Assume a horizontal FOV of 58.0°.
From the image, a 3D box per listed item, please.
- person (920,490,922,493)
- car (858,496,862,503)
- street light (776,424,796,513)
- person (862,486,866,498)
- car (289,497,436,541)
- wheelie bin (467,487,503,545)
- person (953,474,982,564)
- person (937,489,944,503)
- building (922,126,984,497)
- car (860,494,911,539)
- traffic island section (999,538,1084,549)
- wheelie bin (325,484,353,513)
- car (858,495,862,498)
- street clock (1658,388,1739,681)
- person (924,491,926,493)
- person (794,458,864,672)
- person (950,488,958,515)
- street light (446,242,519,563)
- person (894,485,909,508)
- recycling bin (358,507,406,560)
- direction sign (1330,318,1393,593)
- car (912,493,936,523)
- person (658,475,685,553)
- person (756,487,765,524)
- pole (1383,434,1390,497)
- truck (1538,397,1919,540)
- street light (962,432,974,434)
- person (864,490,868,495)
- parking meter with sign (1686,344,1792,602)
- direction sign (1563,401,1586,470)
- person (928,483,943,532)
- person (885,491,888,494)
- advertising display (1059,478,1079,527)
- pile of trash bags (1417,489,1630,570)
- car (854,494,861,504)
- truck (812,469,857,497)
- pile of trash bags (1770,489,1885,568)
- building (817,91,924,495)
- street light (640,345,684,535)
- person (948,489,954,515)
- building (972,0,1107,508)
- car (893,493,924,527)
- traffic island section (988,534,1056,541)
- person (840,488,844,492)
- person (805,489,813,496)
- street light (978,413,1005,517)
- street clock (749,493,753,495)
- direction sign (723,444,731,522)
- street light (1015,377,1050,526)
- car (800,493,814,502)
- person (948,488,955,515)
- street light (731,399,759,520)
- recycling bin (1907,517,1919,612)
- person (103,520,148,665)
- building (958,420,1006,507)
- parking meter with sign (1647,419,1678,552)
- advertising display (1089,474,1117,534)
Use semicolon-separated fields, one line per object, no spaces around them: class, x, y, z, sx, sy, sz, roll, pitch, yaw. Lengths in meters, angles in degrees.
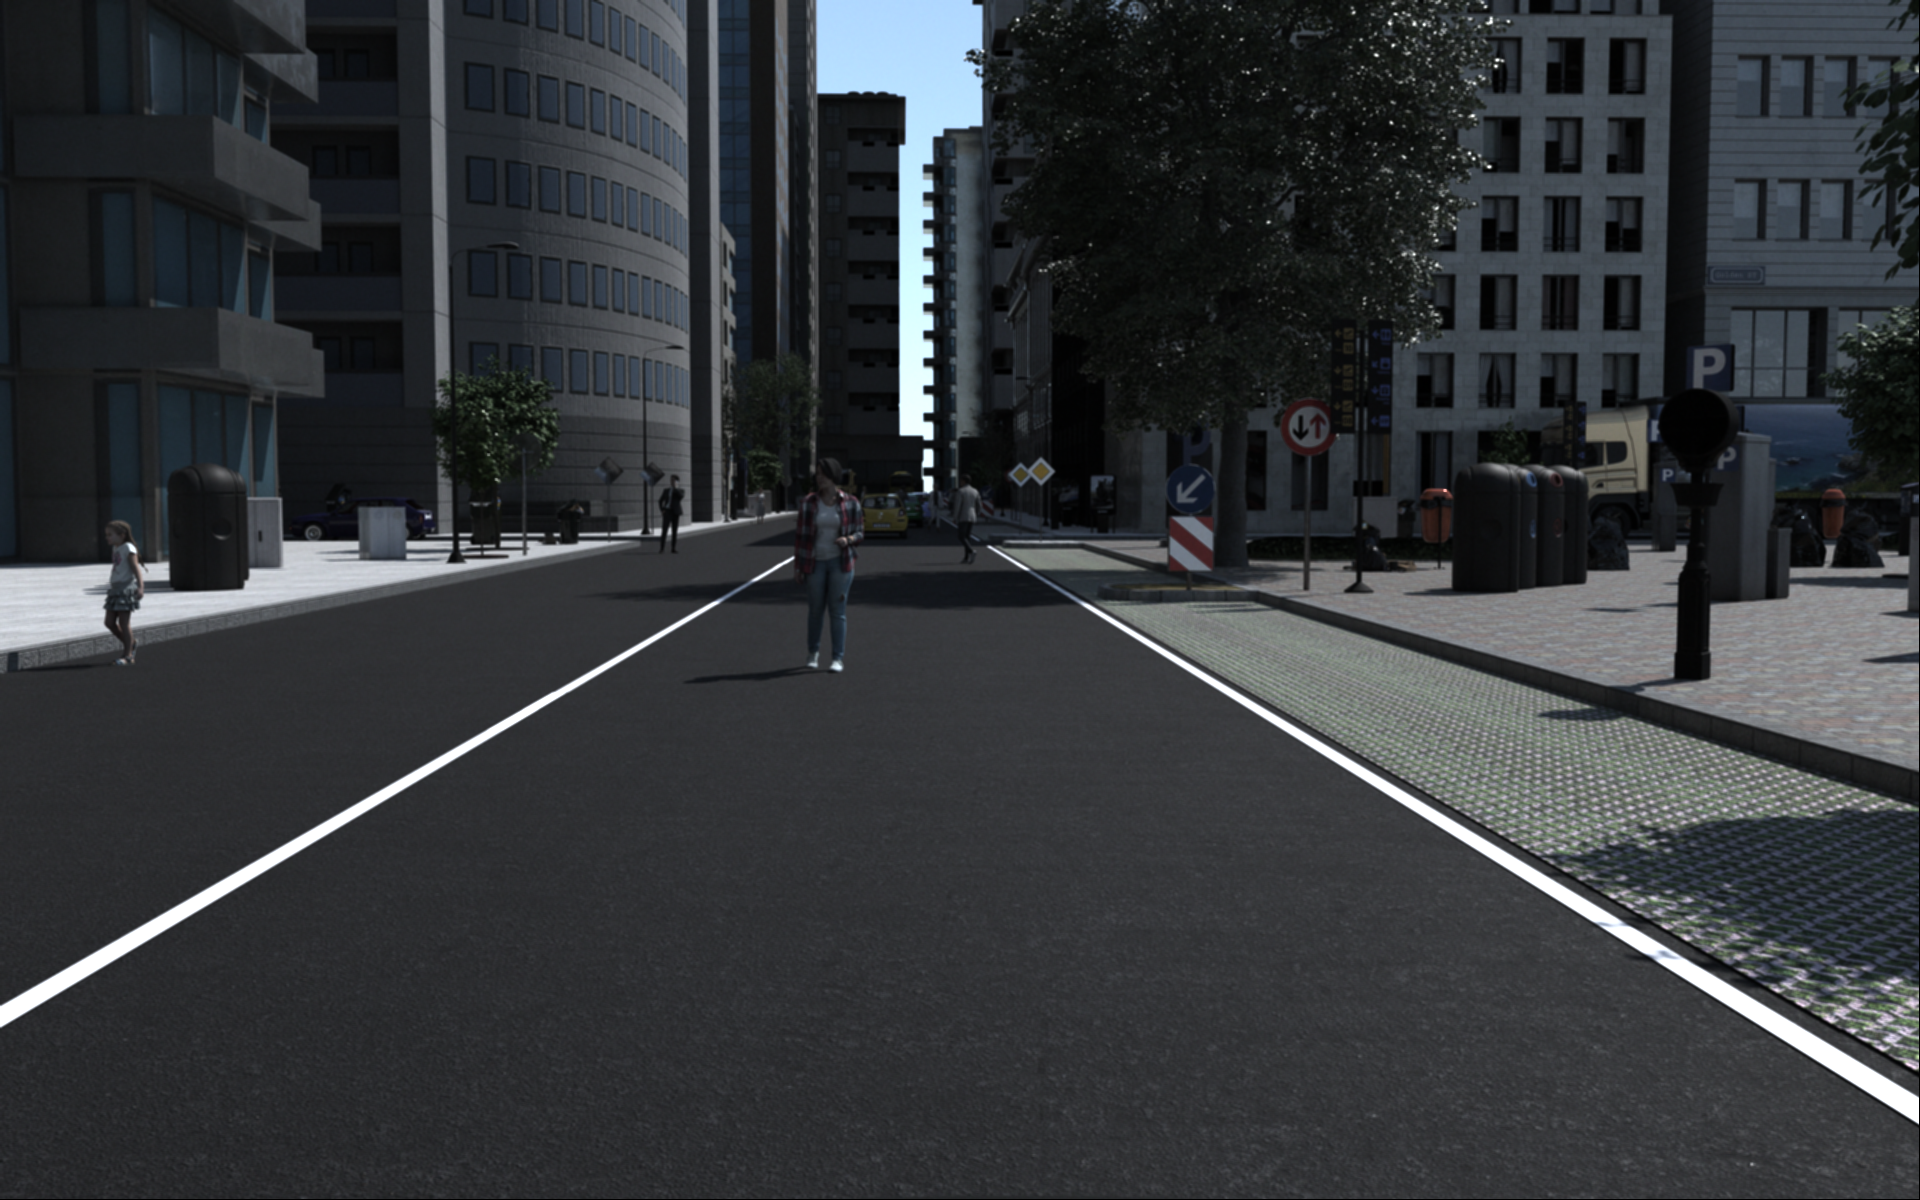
person;-3.897;-10.197;175.088;0.709;1.838;0.599;1;4;14
car;-9.702;-10.498;181.873;2.015;1.641;3.980;0;4;-3
street light;-11.547;-8.704;114.853;1.470;5.913;1.316;0;4;-2
person;-5.036;-5.022;90.496;0.818;1.842;0.514;-1;4;-15
car;-17.484;-2.334;50.748;3.894;1.354;1.945;0;4;-3
wheelie bin;-12.071;-2.211;44.056;0.980;1.594;0.693;1;4;12
person;0.186;-1.675;35.734;0.661;1.843;0.795;-3;4;-36
person;-1.508;-6.744;119.043;0.678;1.792;0.850;-2;4;-30
building;10.376;-37.050;225.377;30.456;49.044;23.786;0;4;-2
car;-2.601;-2.860;56.978;2.015;1.641;3.980;0;4;-3
traffic island section;2.186;-1.478;46.443;2.009;0.180;2.903;0;4;-2
wheelie bin;-19.093;-2.778;53.336;0.980;1.594;0.693;3;5;42
car;-11.314;-11.511;200.776;1.945;1.354;3.894;0;4;0
street clock;5.089;-0.453;11.979;0.471;2.002;0.358;3;5;40
person;-3.926;-11.677;200.131;1.217;1.735;0.721;3;5;44
person;-1.062;-0.290;14.077;0.563;1.720;0.643;0;4;3
person;-0.270;-6.119;108.812;0.850;1.792;0.678;-2;4;-31
street light;-8.840;-3.642;32.090;1.470;5.913;1.316;0;4;-2
person;-2.355;-3.693;69.054;0.592;1.802;0.473;3;5;39
recycling bin;-11.384;-1.320;34.128;0.722;1.027;0.722;-3;4;-37
direction sign;5.208;-1.866;22.510;0.876;3.537;0.379;-1;4;-16
car;-2.007;-4.687;86.216;1.945;1.707;3.694;0;4;-2
person;-6.989;-2.088;42.008;0.648;1.900;0.474;-1;4;-13
person;-9.505;-4.498;82.606;0.480;1.755;0.524;-2;4;-26
pole;13.624;-3.765;55.398;0.158;3.312;0.155;0;3;0
truck;22.271;-3.808;51.167;11.283;4.237;2.839;0;4;-1
street light;0.846;-9.590;129.332;1.470;5.913;1.316;0;4;-2
person;-4.208;-4.128;77.804;0.330;1.601;0.589;0;4;3
parking meter with sign;9.427;-1.505;20.868;1.738;3.016;0.543;-3;4;-39
direction sign;14.990;-3.076;42.294;0.876;3.537;0.379;-3;4;-36
person;-0.952;-3.494;65.501;0.514;1.842;0.818;-2;4;-28
person;-6.888;-9.185;159.195;0.721;1.766;1.217;-2;4;-24
advertising display;4.213;-3.854;68.227;0.974;1.923;0.123;0;4;-8
pile of trash bags;9.616;-1.230;29.865;3.447;1.369;1.912;0;3;0
car;-12.186;-11.426;196.604;2.009;1.686;4.222;0;4;-2
truck;-9.644;-8.591;136.388;3.469;3.379;9.791;0;4;-1
pile of trash bags;15.899;-1.344;31.724;1.912;1.369;3.447;2;4;29
building;-18.680;-39.022;227.247;27.495;52.752;28.713;0;4;-2
street light;-9.313;-4.993;54.179;1.470;5.913;1.316;0;4;-2
person;-0.538;-6.283;111.711;0.515;1.767;0.782;0;4;8
building;16.028;-34.890;159.686;28.713;52.752;27.495;0;4;-2
car;-2.520;-4.091;75.680;1.959;1.807;4.718;0;4;-2
traffic island section;1.923;-1.966;54.424;2.009;0.180;2.903;0;4;-2
person;-6.828;-5.621;100.748;0.721;1.781;0.623;1;4;11
person;-8.952;-5.732;102.793;0.524;1.755;0.480;0;4;2
street light;1.896;-7.734;98.993;1.470;5.913;1.316;0;4;-2
street clock;-13.893;-6.780;115.420;0.471;2.002;0.358;-1;4;-17
direction sign;-10.603;-5.305;78.732;0.379;3.537;0.876;0;4;3
street light;2.870;-5.878;68.651;1.470;5.913;1.316;0;4;-2
car;-7.658;-5.228;94.522;2.155;1.783;4.494;0;4;-4
person;-0.500;-6.677;117.767;0.767;1.812;0.694;0;4;-7
street light;-10.487;-6.849;84.514;1.470;5.913;1.316;0;4;-2
recycling bin;10.780;-0.376;18.708;0.722;1.027;0.722;0;4;2
person;-6.965;-0.064;14.561;0.505;1.210;0.382;3;4;36
building;11.390;-53.519;187.712;22.319;86.520;31.000;0;4;-2
parking meter with sign;16.010;-2.638;39.387;0.543;3.016;1.738;1;4;13
advertising display;4.660;-3.135;56.472;0.974;1.923;0.123;3;4;38
